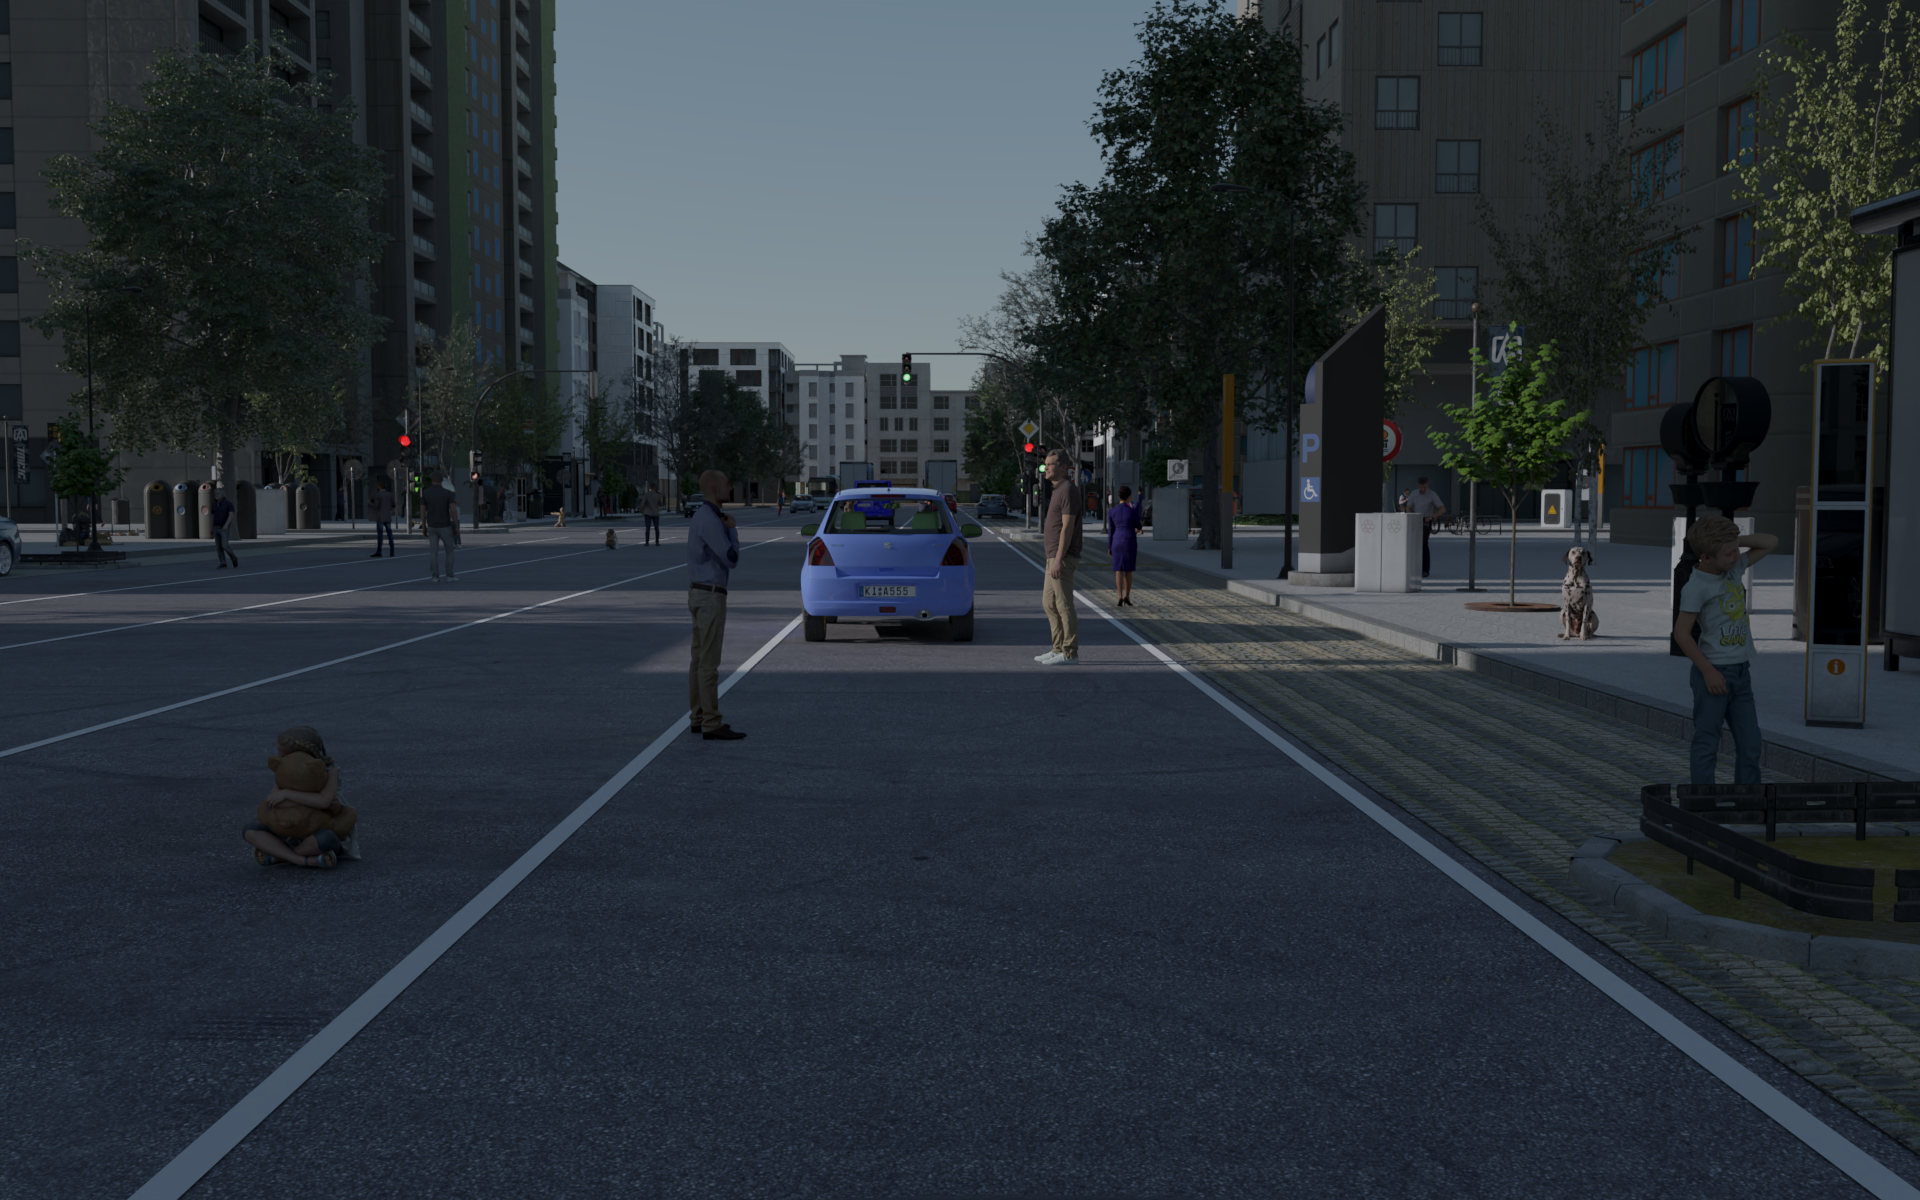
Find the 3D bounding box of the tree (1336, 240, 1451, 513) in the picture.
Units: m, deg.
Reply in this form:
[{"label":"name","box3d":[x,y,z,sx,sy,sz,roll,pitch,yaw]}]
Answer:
[{"label":"tree","box3d":[11.957,-6.063,49.493,4.737,8.622,4.395,0,3,0]}]

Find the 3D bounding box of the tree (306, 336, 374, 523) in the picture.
[{"label":"tree","box3d":[-27.418,-7.736,76.848,4.360,8.622,3.978,0,3,0]}]

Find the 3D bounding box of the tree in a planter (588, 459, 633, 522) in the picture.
[{"label":"tree in a planter","box3d":[-17.781,-5.567,88.248,1.991,3.239,1.994,0,4,-1]}]

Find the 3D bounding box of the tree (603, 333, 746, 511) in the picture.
[{"label":"tree","box3d":[-21.321,-13.489,130.922,12.009,13.543,11.850,0,3,0]}]

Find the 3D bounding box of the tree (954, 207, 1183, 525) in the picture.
[{"label":"tree","box3d":[4.911,-9.951,73.073,12.009,13.543,11.850,0,3,0]}]

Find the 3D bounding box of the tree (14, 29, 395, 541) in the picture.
[{"label":"tree","box3d":[-20.323,-8.603,47.320,9.857,13.997,8.962,0,3,0]}]

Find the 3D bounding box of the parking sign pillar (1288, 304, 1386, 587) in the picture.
[{"label":"parking sign pillar","box3d":[5.384,-2.198,24.414,1.447,3.967,1.447,-3,4,-36]}]

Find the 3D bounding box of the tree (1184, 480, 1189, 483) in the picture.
[{"label":"tree","box3d":[12.617,-6.689,103.970,1.663,3.219,1.824,0,3,0]}]

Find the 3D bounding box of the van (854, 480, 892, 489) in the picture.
[{"label":"van","box3d":[-3.900,-4.508,78.086,2.240,2.365,5.245,0,4,-2]}]

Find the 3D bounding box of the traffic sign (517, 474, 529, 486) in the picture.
[{"label":"traffic sign","box3d":[-21.860,-5.170,86.651,0.606,2.300,0.079,0,4,6]}]

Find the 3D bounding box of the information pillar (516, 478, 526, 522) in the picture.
[{"label":"information pillar","box3d":[-20.209,-4.607,79.808,0.304,2.012,0.304,1,4,19]}]

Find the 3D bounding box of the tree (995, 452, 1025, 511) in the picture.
[{"label":"tree","box3d":[4.222,-9.245,134.864,4.285,4.588,4.351,0,3,0]}]

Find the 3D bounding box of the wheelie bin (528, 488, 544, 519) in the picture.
[{"label":"wheelie bin","box3d":[-21.768,-4.960,89.005,0.693,1.594,0.980,0,4,1]}]

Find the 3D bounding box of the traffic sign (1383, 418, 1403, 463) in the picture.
[{"label":"traffic sign","box3d":[6.964,-1.759,28.864,0.768,2.556,0.104,1,4,9]}]

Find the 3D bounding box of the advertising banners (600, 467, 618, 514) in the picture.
[{"label":"advertising banners","box3d":[-22.676,-7.063,111.659,0.090,3.025,2.074,-3,5,-42]}]

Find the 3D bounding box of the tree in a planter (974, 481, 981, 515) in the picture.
[{"label":"tree in a planter","box3d":[1.926,-7.244,115.665,1.991,3.239,1.994,0,4,-1]}]

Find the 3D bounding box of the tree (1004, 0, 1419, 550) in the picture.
[{"label":"tree","box3d":[5.720,-7.509,39.777,9.611,12.733,9.660,0,3,0]}]

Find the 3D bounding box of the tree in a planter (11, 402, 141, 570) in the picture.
[{"label":"tree in a planter","box3d":[-17.119,-2.220,33.513,1.991,3.239,1.994,0,4,-1]}]

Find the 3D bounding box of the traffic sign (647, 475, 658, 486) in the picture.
[{"label":"traffic sign","box3d":[-21.277,-7.325,119.767,0.884,2.594,0.081,0,4,0]}]

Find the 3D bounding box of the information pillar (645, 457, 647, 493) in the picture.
[{"label":"information pillar","box3d":[-20.096,-7.317,110.988,0.183,3.616,0.504,-1,4,-13]}]

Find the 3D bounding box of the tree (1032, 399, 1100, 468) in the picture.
[{"label":"tree","box3d":[5.155,-8.159,83.755,4.360,8.622,3.978,0,3,0]}]

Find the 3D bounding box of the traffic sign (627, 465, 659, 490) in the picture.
[{"label":"traffic sign","box3d":[-22.127,-7.765,120.833,2.265,3.308,0.079,0,4,2]}]

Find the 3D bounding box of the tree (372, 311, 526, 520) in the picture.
[{"label":"tree","box3d":[-20.782,-7.357,70.651,4.360,8.622,3.978,0,3,0]}]

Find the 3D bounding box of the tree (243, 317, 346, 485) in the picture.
[{"label":"tree","box3d":[-27.687,-7.380,71.030,4.737,8.622,4.395,0,3,0]}]

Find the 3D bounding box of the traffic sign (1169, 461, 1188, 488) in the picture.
[{"label":"traffic sign","box3d":[6.559,-3.058,52.124,0.606,2.300,0.079,0,4,4]}]

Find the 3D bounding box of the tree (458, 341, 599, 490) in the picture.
[{"label":"tree","box3d":[-20.892,-8.147,83.566,4.737,8.622,4.395,0,3,0]}]

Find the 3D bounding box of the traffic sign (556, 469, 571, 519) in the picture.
[{"label":"traffic sign","box3d":[-20.212,-5.395,88.306,0.768,2.556,0.104,0,4,6]}]

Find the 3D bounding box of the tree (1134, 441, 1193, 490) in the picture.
[{"label":"tree","box3d":[11.805,-7.135,100.371,4.285,4.588,4.351,0,3,0]}]

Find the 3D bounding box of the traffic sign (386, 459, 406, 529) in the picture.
[{"label":"traffic sign","box3d":[-20.724,-3.887,63.664,0.768,2.556,0.104,1,4,9]}]

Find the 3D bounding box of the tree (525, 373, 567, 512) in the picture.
[{"label":"tree","box3d":[-26.714,-9.430,104.542,4.360,8.622,3.978,0,3,0]}]

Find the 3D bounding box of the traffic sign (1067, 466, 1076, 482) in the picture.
[{"label":"traffic sign","box3d":[5.077,-4.882,79.934,0.768,2.556,0.104,0,4,1]}]

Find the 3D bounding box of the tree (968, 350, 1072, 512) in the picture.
[{"label":"tree","box3d":[4.663,-12.206,125.324,9.928,11.665,9.643,0,3,0]}]

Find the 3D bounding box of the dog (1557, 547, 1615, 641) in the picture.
[{"label":"dog","box3d":[5.596,-0.060,15.361,0.800,0.831,0.513,-2,4,-24]}]

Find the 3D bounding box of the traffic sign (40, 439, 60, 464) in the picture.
[{"label":"traffic sign","box3d":[-21.531,-2.540,41.255,0.795,2.593,0.064,0,4,5]}]

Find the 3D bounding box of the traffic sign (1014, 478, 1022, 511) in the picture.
[{"label":"traffic sign","box3d":[4.445,-8.070,132.047,0.768,2.556,0.104,0,4,0]}]

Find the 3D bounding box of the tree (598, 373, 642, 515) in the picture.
[{"label":"tree","box3d":[-21.259,-9.354,103.300,4.737,8.622,4.395,0,3,0]}]

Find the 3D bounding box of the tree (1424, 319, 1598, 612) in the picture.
[{"label":"tree","box3d":[6.171,-1.511,19.310,1.663,3.219,1.824,0,3,0]}]

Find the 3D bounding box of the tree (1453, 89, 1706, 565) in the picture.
[{"label":"tree","box3d":[11.165,-4.933,31.018,4.360,8.622,3.978,0,3,0]}]

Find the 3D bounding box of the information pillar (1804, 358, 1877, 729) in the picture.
[{"label":"information pillar","box3d":[4.856,-0.310,9.563,0.304,2.012,0.304,2,4,26]}]

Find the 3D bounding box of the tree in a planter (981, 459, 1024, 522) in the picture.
[{"label":"tree in a planter","box3d":[2.248,-5.596,88.724,1.991,3.239,1.994,0,4,-1]}]

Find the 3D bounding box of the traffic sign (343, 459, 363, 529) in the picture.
[{"label":"traffic sign","box3d":[-22.164,-3.861,63.226,0.768,2.556,0.104,1,4,9]}]

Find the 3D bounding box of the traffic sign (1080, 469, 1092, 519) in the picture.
[{"label":"traffic sign","box3d":[6.384,-5.426,88.823,0.768,2.556,0.104,0,4,3]}]

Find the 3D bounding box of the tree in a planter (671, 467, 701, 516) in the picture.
[{"label":"tree in a planter","box3d":[-18.104,-7.224,115.338,1.991,3.239,1.994,0,4,-1]}]

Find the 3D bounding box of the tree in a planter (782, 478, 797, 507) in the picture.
[{"label":"tree in a planter","box3d":[-19.038,-11.932,192.315,1.991,3.239,1.994,0,4,-1]}]

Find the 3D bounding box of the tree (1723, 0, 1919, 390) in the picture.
[{"label":"tree","box3d":[13.220,-4.590,25.403,4.737,8.622,4.395,0,3,0]}]

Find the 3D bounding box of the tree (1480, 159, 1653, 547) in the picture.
[{"label":"tree","box3d":[13.861,-5.415,38.894,4.737,8.622,4.395,0,3,0]}]
